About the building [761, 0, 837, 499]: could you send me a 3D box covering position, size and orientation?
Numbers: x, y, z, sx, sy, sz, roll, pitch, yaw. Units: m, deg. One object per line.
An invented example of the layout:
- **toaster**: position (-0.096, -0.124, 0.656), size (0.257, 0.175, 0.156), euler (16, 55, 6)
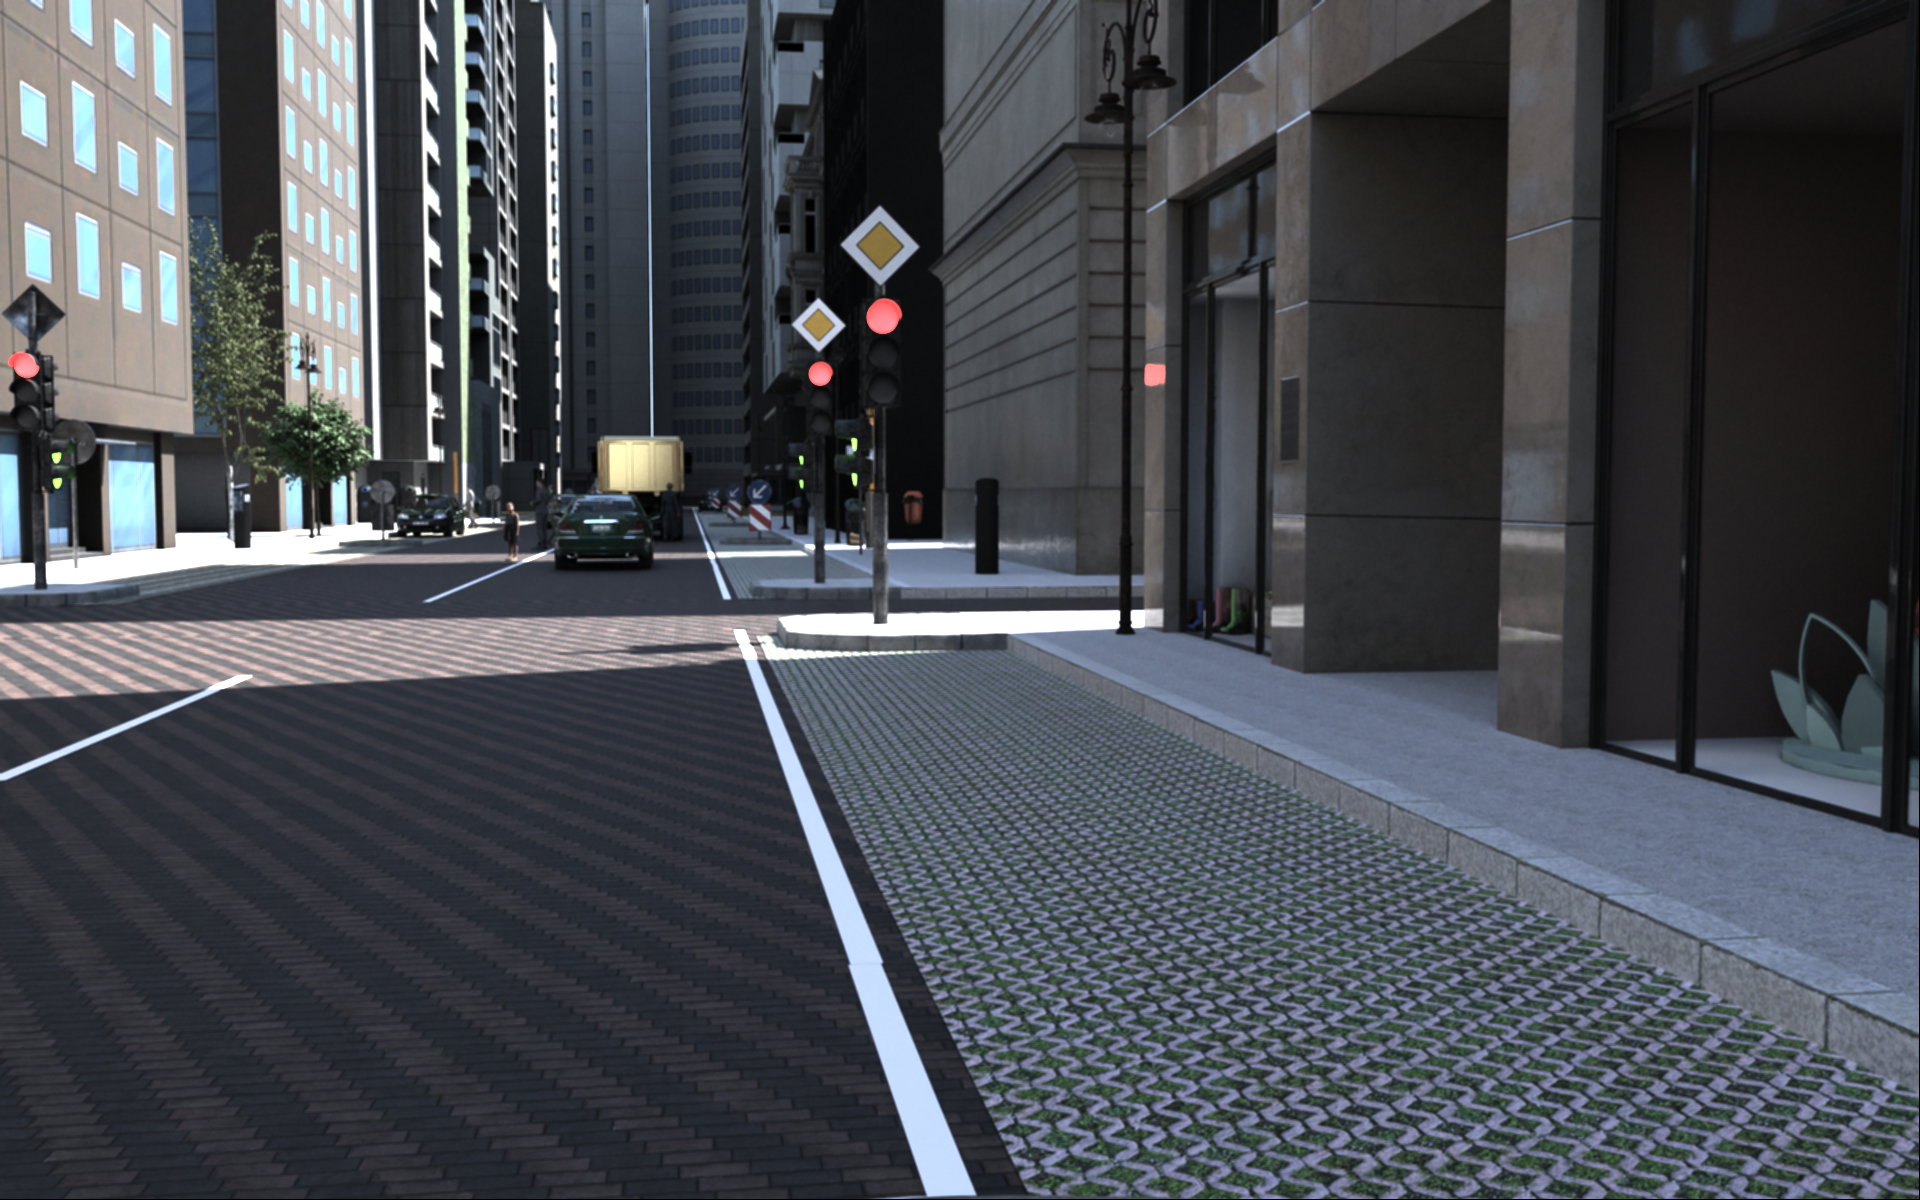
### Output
- **building**: position (0.680, -32.249, 116.502), size (28.713, 52.752, 27.495), euler (-1, 4, -9)

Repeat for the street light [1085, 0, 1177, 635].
- **street light**: position (1.516, -2.625, 15.703), size (0.468, 5.910, 1.993), euler (-1, 4, -9)

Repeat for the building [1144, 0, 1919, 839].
- **building**: position (13.892, -11.995, 0.628), size (19.350, 26.468, 34.151), euler (-1, 4, -9)

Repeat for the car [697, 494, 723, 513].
- **car**: position (-18.871, -7.401, 130.800), size (2.009, 1.686, 4.222), euler (-1, 4, -10)

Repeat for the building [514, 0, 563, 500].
- **building**: position (-48.095, -32.684, 158.086), size (21.600, 48.544, 21.300), euler (-1, 4, -9)

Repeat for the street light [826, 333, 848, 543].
- **street light**: position (-3.207, -4.430, 45.216), size (0.468, 5.910, 1.993), euler (-1, 4, -9)

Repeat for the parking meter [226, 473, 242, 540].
- **parking meter**: position (-20.389, -2.626, 48.649), size (0.255, 1.863, 0.399), euler (1, 4, 19)

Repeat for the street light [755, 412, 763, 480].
- **street light**: position (-11.362, -7.655, 97.940), size (0.468, 5.910, 1.993), euler (-1, 4, -9)

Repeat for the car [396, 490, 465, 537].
- **car**: position (-17.823, -2.972, 58.383), size (2.009, 1.686, 4.222), euler (0, 4, -7)

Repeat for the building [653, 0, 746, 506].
- **building**: position (-20.364, -39.870, 193.875), size (28.212, 58.520, 21.231), euler (-1, 4, -9)

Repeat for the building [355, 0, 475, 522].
- **building**: position (-32.020, -24.512, 84.370), size (14.154, 41.232, 14.086), euler (-1, 4, -9)

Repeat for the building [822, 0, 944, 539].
- **building**: position (2.283, -13.902, 56.968), size (12.332, 23.373, 15.834), euler (-1, 4, -9)

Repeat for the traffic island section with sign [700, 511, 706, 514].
- **traffic island section with sign**: position (-17.933, -7.198, 126.323), size (1.989, 1.847, 2.006), euler (-1, 4, -9)

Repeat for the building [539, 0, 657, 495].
- **building**: position (-48.242, -39.606, 189.555), size (28.212, 58.520, 21.231), euler (-1, 4, -9)

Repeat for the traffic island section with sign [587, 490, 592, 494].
- **traffic island section with sign**: position (-32.122, -8.691, 150.731), size (1.989, 1.847, 2.006), euler (-1, 4, -9)

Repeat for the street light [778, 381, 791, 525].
- **street light**: position (-7.176, -5.998, 70.848), size (0.468, 5.910, 1.993), euler (-1, 4, -9)

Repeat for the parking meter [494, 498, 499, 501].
- **parking meter**: position (-25.027, -5.189, 93.247), size (0.372, 1.533, 0.369), euler (0, 3, 0)

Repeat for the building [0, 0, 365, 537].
- **building**: position (-30.246, -25.201, 62.151), size (14.600, 45.320, 14.200), euler (-1, 4, -9)

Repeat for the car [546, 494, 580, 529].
- **car**: position (-16.585, -3.753, 73.159), size (2.131, 1.459, 4.920), euler (-1, 4, -10)

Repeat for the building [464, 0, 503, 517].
- **building**: position (-40.531, -48.712, 109.108), size (22.319, 86.520, 31.000), euler (-1, 4, -9)

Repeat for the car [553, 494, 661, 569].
- **car**: position (-7.041, -1.387, 34.471), size (2.131, 1.459, 4.920), euler (-1, 4, -9)

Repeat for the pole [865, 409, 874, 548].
- **pole**: position (-2.127, -2.873, 40.824), size (0.158, 3.312, 0.155), euler (0, 3, 0)

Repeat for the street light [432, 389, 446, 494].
- **street light**: position (-22.786, -6.309, 75.946), size (0.468, 5.910, 1.993), euler (-1, 4, -9)

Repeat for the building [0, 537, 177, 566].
- **building**: position (-24.011, -23.362, 32.073), size (14.600, 45.320, 14.200), euler (-1, 4, -9)

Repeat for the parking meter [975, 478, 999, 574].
- **parking meter**: position (0.434, -1.188, 27.835), size (0.372, 1.533, 0.369), euler (0, 3, 0)

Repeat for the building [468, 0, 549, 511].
- **building**: position (-43.737, -42.706, 136.487), size (20.563, 71.187, 20.611), euler (-1, 4, -9)

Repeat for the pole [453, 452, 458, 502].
- **pole**: position (-24.387, -5.499, 83.749), size (0.158, 3.312, 0.155), euler (0, 3, 0)

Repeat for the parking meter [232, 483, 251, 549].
- **parking meter**: position (-16.888, -1.977, 40.737), size (0.372, 1.533, 0.369), euler (0, 3, 0)

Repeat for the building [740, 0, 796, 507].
- **building**: position (-9.605, -33.050, 164.062), size (21.300, 48.544, 21.600), euler (-1, 4, -9)

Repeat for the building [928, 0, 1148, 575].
- **building**: position (14.767, -12.398, 35.984), size (30.059, 22.955, 16.112), euler (-1, 4, -9)

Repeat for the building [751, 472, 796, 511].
- **building**: position (-0.859, -27.570, 142.654), size (32.217, 40.220, 23.993), euler (-1, 4, -9)

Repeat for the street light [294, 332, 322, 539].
- **street light**: position (-18.622, -4.697, 49.591), size (0.468, 5.910, 1.993), euler (-1, 4, -9)

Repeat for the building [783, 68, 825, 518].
- **building**: position (-1.073, -16.116, 82.579), size (14.460, 24.649, 34.723), euler (-1, 4, -9)
